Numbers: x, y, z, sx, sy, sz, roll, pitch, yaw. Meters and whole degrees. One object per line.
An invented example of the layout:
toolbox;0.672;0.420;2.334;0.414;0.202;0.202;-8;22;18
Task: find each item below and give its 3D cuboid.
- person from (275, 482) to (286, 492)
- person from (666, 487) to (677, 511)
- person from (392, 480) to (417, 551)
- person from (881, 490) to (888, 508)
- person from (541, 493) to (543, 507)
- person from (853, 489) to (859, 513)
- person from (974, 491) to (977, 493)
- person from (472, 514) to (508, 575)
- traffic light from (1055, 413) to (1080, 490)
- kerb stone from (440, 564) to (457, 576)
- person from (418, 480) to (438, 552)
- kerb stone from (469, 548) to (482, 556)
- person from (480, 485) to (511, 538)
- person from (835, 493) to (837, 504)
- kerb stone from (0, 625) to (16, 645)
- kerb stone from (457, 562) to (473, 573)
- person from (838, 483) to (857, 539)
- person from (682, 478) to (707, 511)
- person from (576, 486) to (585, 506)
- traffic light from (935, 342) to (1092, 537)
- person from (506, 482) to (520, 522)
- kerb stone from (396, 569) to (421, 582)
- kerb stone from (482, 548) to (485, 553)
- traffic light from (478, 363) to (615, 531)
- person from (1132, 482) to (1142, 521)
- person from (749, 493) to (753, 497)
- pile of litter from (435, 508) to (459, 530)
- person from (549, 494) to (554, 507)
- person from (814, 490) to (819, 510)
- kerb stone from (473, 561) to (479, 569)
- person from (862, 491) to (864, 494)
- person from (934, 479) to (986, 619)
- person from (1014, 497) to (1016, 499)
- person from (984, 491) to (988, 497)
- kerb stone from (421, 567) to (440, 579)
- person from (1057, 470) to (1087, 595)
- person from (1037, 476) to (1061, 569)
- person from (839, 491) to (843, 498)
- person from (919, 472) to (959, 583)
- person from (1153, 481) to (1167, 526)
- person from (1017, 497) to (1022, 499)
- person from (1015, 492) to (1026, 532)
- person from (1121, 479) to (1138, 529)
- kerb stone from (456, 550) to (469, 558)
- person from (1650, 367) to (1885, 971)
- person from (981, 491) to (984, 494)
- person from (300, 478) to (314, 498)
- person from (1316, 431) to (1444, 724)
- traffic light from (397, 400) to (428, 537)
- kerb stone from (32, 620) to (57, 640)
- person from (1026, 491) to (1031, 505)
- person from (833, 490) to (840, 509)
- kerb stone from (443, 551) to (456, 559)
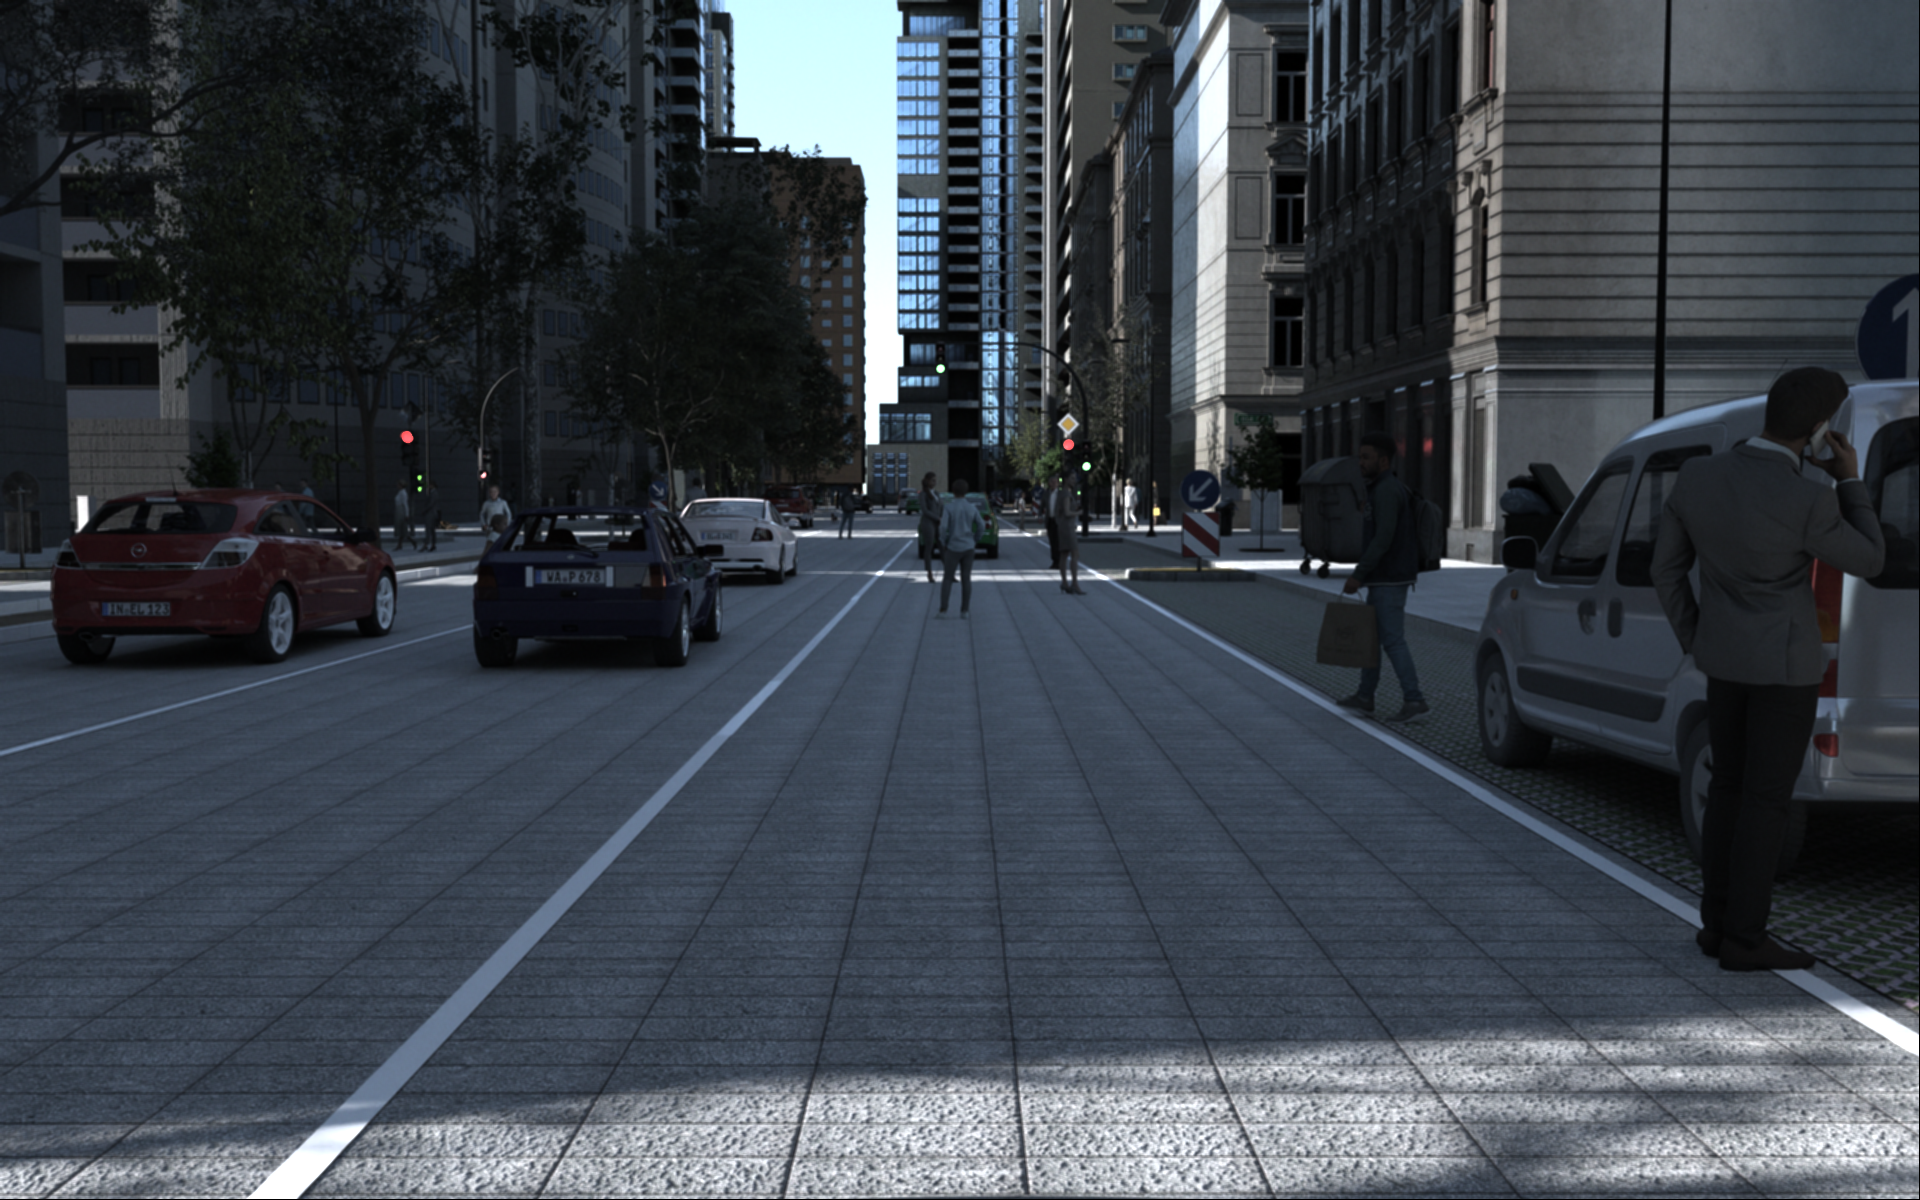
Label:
person;-22.266;-2.960;56.911;0.660;1.820;0.620;0;4;2
person;-13.158;-4.309;79.135;0.537;1.800;0.526;-2;4;-24
person;-14.111;-2.158;44.001;0.641;1.798;0.478;-1;4;-12
person;-7.739;-10.291;176.840;0.705;1.814;1.350;-2;4;-32
person;-18.477;-4.260;75.873;0.592;1.802;0.473;-3;4;-37
person;-8.012;-7.646;133.393;0.514;1.842;0.818;-2;4;-24
person;1.230;-8.900;154.731;0.721;1.743;1.217;-2;4;-35
person;-5.216;-0.360;19.403;0.382;1.210;0.505;0;4;2
traffic light;3.719;-4.343;59.925;0.839;4.253;0.868;0;3;0
kerb stone;-9.187;-0.520;30.791;0.120;0.150;1.000;0;3;0
person;-13.246;-2.096;43.050;0.573;1.790;0.520;-2;4;-30
kerb stone;-11.304;-1.086;40.012;0.120;0.150;1.000;0;3;0
person;-8.327;-1.268;31.041;0.589;1.601;0.330;0;4;4
person;-13.663;-11.080;190.389;0.721;1.736;1.217;-1;4;-11
kerb stone;-9.167;0.351;16.450;0.120;0.150;1.000;0;3;0
kerb stone;-9.200;-0.588;31.812;0.120;0.150;1.000;0;3;0
person;-3.548;-2.822;54.984;0.623;1.781;0.721;1;4;15
person;-6.655;-2.154;43.570;0.661;1.843;0.795;0;4;-3
person;-20.228;-5.246;92.391;0.524;1.755;0.480;0;4;0
traffic light;1.642;-4.717;51.795;4.771;5.953;1.251;0;3;0
person;-20.013;-4.378;77.606;0.713;1.824;0.794;-1;4;-10
kerb stone;-9.198;-0.400;28.738;0.120;0.150;1.000;0;3;0
kerb stone;-11.317;-1.149;41.034;0.120;0.150;1.000;0;3;0
traffic light;-14.351;-5.214;59.911;4.771;5.953;1.251;0;3;0
person;8.412;-4.727;83.188;0.638;1.841;0.748;0;4;5
person;-22.657;-10.897;184.928;1.217;1.735;0.721;1;4;22
pile of litter;-18.657;-2.965;62.436;1.176;0.858;1.719;0;4;-2
person;-21.680;-4.994;91.945;0.306;1.304;0.590;1;4;11
person;-13.354;-9.168;158.491;1.348;1.812;0.705;-3;5;-43
kerb stone;-9.196;-0.651;32.846;0.120;0.150;1.000;0;3;0
person;-10.589;-11.028;189.342;0.617;1.759;0.750;0;4;-3
person;-0.003;-0.590;19.959;0.589;1.601;0.330;-1;4;-10
person;6.520;-11.636;199.527;0.697;1.427;0.421;-2;4;-26
person;2.774;-11.552;197.907;0.750;1.759;0.617;-3;4;-38
kerb stone;-9.195;-0.463;29.765;0.120;0.150;1.000;0;3;0
person;1.597;-0.979;24.854;0.374;1.781;0.599;-1;4;-9
person;1.798;-1.475;33.007;0.661;1.777;0.834;1;4;10
person;-12.215;-10.465;180.545;0.756;1.711;0.436;0;4;5
person;-0.347;-1.180;28.068;0.573;1.790;0.520;2;4;24
person;8.008;-3.892;69.891;0.699;1.804;1.509;2;4;31
person;5.830;-9.774;169.036;0.628;1.438;0.799;0;4;-8
person;2.366;-3.350;65.875;0.523;1.515;0.503;-2;4;-23
person;6.130;-3.456;62.424;0.514;1.842;0.818;-1;4;-22
kerb stone;-11.305;-1.025;38.990;0.120;0.150;1.000;0;3;0
person;2.434;0.209;5.263;0.473;1.802;0.592;-1;4;-16
person;2.060;-9.562;165.569;0.721;1.736;1.217;3;5;39
person;-16.805;-2.220;44.654;0.748;1.841;0.638;1;4;14
person;2.623;-0.145;10.849;0.713;1.824;0.794;3;4;36
traffic light;-16.428;-3.851;51.887;0.839;4.253;0.868;0;3;0
kerb stone;-9.177;0.289;17.472;0.120;0.150;1.000;0;3;0
person;8.287;-12.495;211.051;1.217;1.735;0.721;0;4;3
person;-11.813;-9.669;166.598;0.705;1.822;1.348;2;4;25
kerb stone;-11.306;-0.964;37.968;0.120;0.150;1.000;0;3;0
